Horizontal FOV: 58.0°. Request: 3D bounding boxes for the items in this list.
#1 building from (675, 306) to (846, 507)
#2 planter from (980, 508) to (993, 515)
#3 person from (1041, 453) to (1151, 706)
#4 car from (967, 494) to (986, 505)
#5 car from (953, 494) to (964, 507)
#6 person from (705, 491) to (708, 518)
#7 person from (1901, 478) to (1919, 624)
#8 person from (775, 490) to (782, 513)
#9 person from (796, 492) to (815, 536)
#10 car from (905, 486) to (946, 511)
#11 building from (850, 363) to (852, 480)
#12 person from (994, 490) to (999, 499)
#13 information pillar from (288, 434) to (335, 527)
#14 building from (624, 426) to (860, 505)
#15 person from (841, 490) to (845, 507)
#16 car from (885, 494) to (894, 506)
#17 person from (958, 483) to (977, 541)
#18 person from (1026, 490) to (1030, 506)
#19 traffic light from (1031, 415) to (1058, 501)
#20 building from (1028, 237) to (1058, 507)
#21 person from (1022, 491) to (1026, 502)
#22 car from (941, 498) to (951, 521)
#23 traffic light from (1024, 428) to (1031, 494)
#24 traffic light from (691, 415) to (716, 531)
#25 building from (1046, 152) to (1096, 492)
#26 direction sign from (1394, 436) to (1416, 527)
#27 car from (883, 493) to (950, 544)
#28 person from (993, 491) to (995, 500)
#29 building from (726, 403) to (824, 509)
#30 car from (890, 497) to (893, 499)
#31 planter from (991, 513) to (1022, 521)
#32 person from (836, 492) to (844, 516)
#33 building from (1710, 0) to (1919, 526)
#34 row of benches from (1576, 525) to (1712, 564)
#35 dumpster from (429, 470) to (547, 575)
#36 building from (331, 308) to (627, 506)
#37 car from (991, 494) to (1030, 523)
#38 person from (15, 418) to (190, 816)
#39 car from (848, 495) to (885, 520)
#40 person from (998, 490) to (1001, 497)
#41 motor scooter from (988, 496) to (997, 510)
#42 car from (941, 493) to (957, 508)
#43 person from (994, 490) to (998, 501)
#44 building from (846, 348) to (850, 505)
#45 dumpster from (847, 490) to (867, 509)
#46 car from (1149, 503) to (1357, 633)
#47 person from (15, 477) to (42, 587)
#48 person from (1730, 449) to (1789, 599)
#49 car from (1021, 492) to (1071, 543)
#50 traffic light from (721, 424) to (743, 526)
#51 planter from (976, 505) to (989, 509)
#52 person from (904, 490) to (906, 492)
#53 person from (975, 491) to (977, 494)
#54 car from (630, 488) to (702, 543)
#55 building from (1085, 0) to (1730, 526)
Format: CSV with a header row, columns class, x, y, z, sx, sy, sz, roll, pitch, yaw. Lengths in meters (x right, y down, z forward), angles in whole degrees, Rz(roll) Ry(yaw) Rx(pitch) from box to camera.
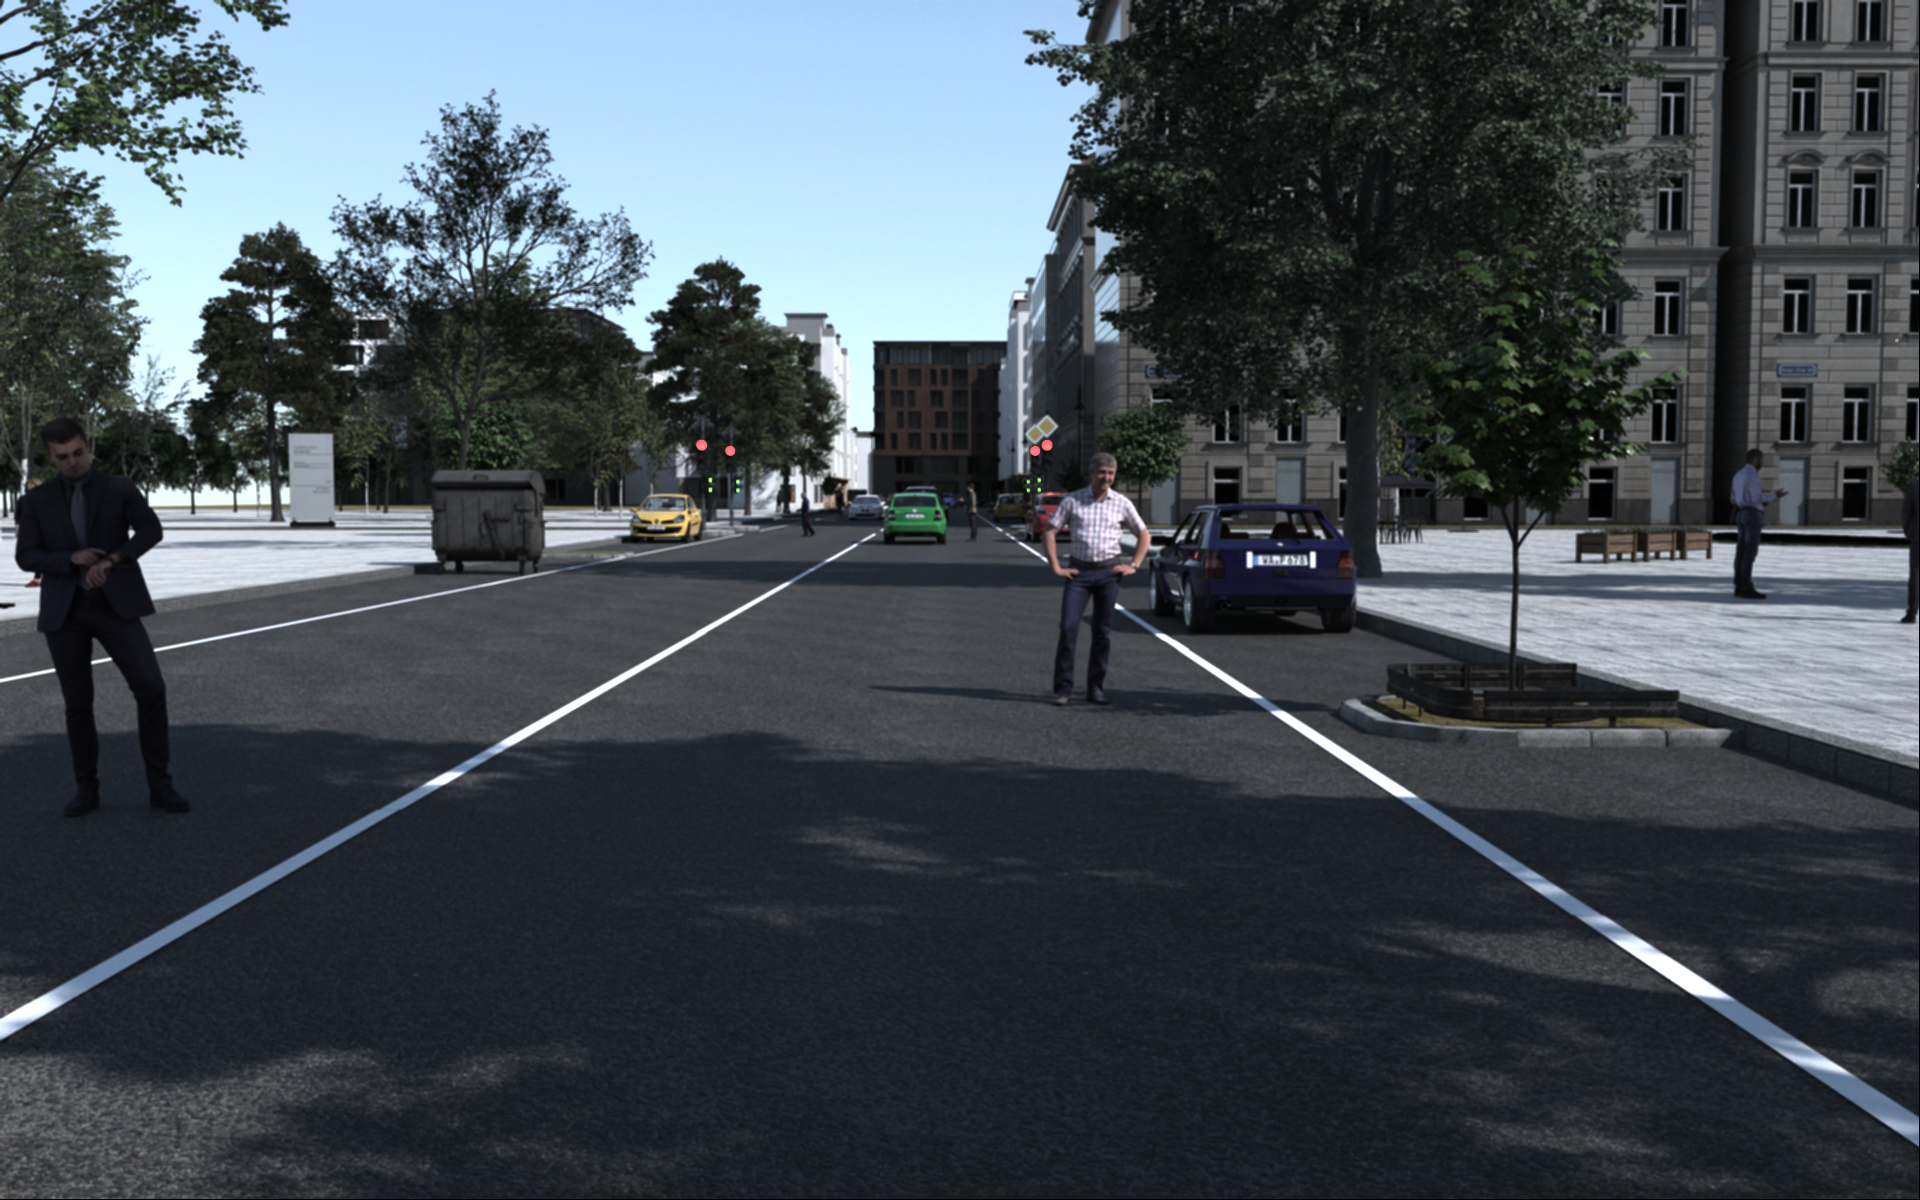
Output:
class,x,y,z,sx,sy,sz,roll,pitch,yaw
building,-20.441,-19.701,178.523,16.016,20.091,11.380,0,4,0
planter,2.557,-6.064,120.292,1.991,0.319,1.994,0,4,0
person,0.929,-0.146,11.831,0.756,1.711,0.436,0,4,4
car,1.778,-10.825,186.768,2.009,1.686,4.222,0,4,1
car,-0.526,-11.165,191.340,1.959,1.807,4.718,0,4,1
person,-13.458,-5.198,91.830,0.445,1.727,0.742,0,4,3
person,9.662,-0.627,17.215,0.541,1.710,0.530,2,4,32
person,-12.468,-6.783,119.163,0.499,1.552,0.429,-2,4,-26
person,-5.287,-2.906,58.708,0.600,1.496,0.574,1,4,20
car,-1.855,-4.679,85.169,2.281,1.827,5.304,0,4,1
building,-20.688,-21.126,201.834,16.016,20.091,11.380,0,4,0
person,4.259,-11.589,196.051,0.617,1.759,0.750,3,5,44
information pillar,-25.213,-4.651,67.361,1.656,3.620,0.184,0,4,-8
building,-26.987,-16.699,215.183,28.070,9.664,9.099,0,4,0
person,-11.966,-10.329,175.833,0.530,1.710,0.541,0,4,4
car,-7.273,-11.127,192.153,2.015,1.641,3.980,0,4,1
person,0.198,-2.691,53.027,0.750,1.759,0.617,1,4,19
person,5.164,-7.549,131.174,0.444,1.614,0.593,1,4,15
traffic light,3.008,-4.364,60.588,0.839,4.213,0.868,0,4,0
building,10.898,-17.164,135.375,10.420,20.320,16.860,0,4,0
person,5.178,-8.125,141.099,0.590,1.554,0.614,2,4,34
car,-1.487,-4.993,94.219,1.945,1.354,3.894,0,4,0
traffic light,2.942,-4.852,68.573,0.839,4.213,0.868,0,4,0
traffic light,-8.953,-4.357,60.474,0.839,4.213,0.868,0,4,0
building,11.311,-16.099,99.376,11.583,22.565,21.152,0,4,0
direction sign,17.385,-4.634,67.769,0.876,3.537,0.379,0,4,-2
car,-1.309,-2.567,50.766,1.959,1.807,4.718,0,4,-1
person,4.347,-12.927,218.319,0.530,1.710,0.541,1,4,16
building,-16.880,-13.241,158.639,9.099,9.664,28.070,0,4,0
car,-5.859,-10.042,173.219,2.155,1.783,4.494,0,4,1
planter,2.776,-4.416,93.344,1.991,0.319,1.994,0,4,0
person,-7.887,-6.345,114.455,0.569,1.553,0.471,3,4,38
building,43.579,-16.951,74.414,25.104,27.353,12.463,0,4,0
row of benches,13.265,-1.095,33.360,4.104,0.672,1.422,-3,5,-39
dumpster,-8.455,-1.398,31.078,1.865,1.857,1.264,0,4,0
building,-57.470,-22.059,204.635,32.646,21.610,27.936,0,4,0
car,2.591,-4.792,88.575,2.015,1.641,3.980,0,4,-1
person,-3.826,0.075,7.717,0.683,1.767,0.568,-1,4,-23
car,-5.147,-5.101,95.755,2.083,1.381,4.827,0,4,-1
person,4.412,-11.393,192.987,0.621,1.740,0.551,-2,4,-32
motor scooter,2.780,-8.261,147.841,0.815,1.314,1.986,0,4,-1
car,-1.300,-10.139,175.364,1.945,1.707,3.694,0,4,-2
person,4.203,-11.933,201.973,0.721,1.723,1.217,1,4,23
building,-20.721,-20.395,189.880,16.016,20.091,11.380,0,4,0
dumpster,-9.663,-9.465,162.975,1.865,1.857,1.264,0,4,1
car,3.156,-0.407,19.229,1.945,1.354,3.894,0,4,-2
person,-12.874,-0.951,24.127,0.480,1.512,0.613,-1,4,-23
person,9.884,-0.948,21.414,0.599,1.838,0.709,0,4,0
car,2.962,-2.663,52.575,2.155,1.783,4.494,0,4,-2
traffic light,-9.019,-4.845,68.459,0.839,4.213,0.868,0,4,0
planter,2.129,-9.221,171.897,1.991,0.319,1.994,0,4,0
person,-4.786,-8.766,151.804,1.348,1.826,0.705,2,4,29
person,1.741,-11.362,194.998,0.721,1.736,1.217,-2,4,-29
car,-8.826,-2.562,52.119,2.015,1.641,3.980,0,4,-1
building,18.414,-16.990,75.057,25.104,27.353,12.463,0,4,0
